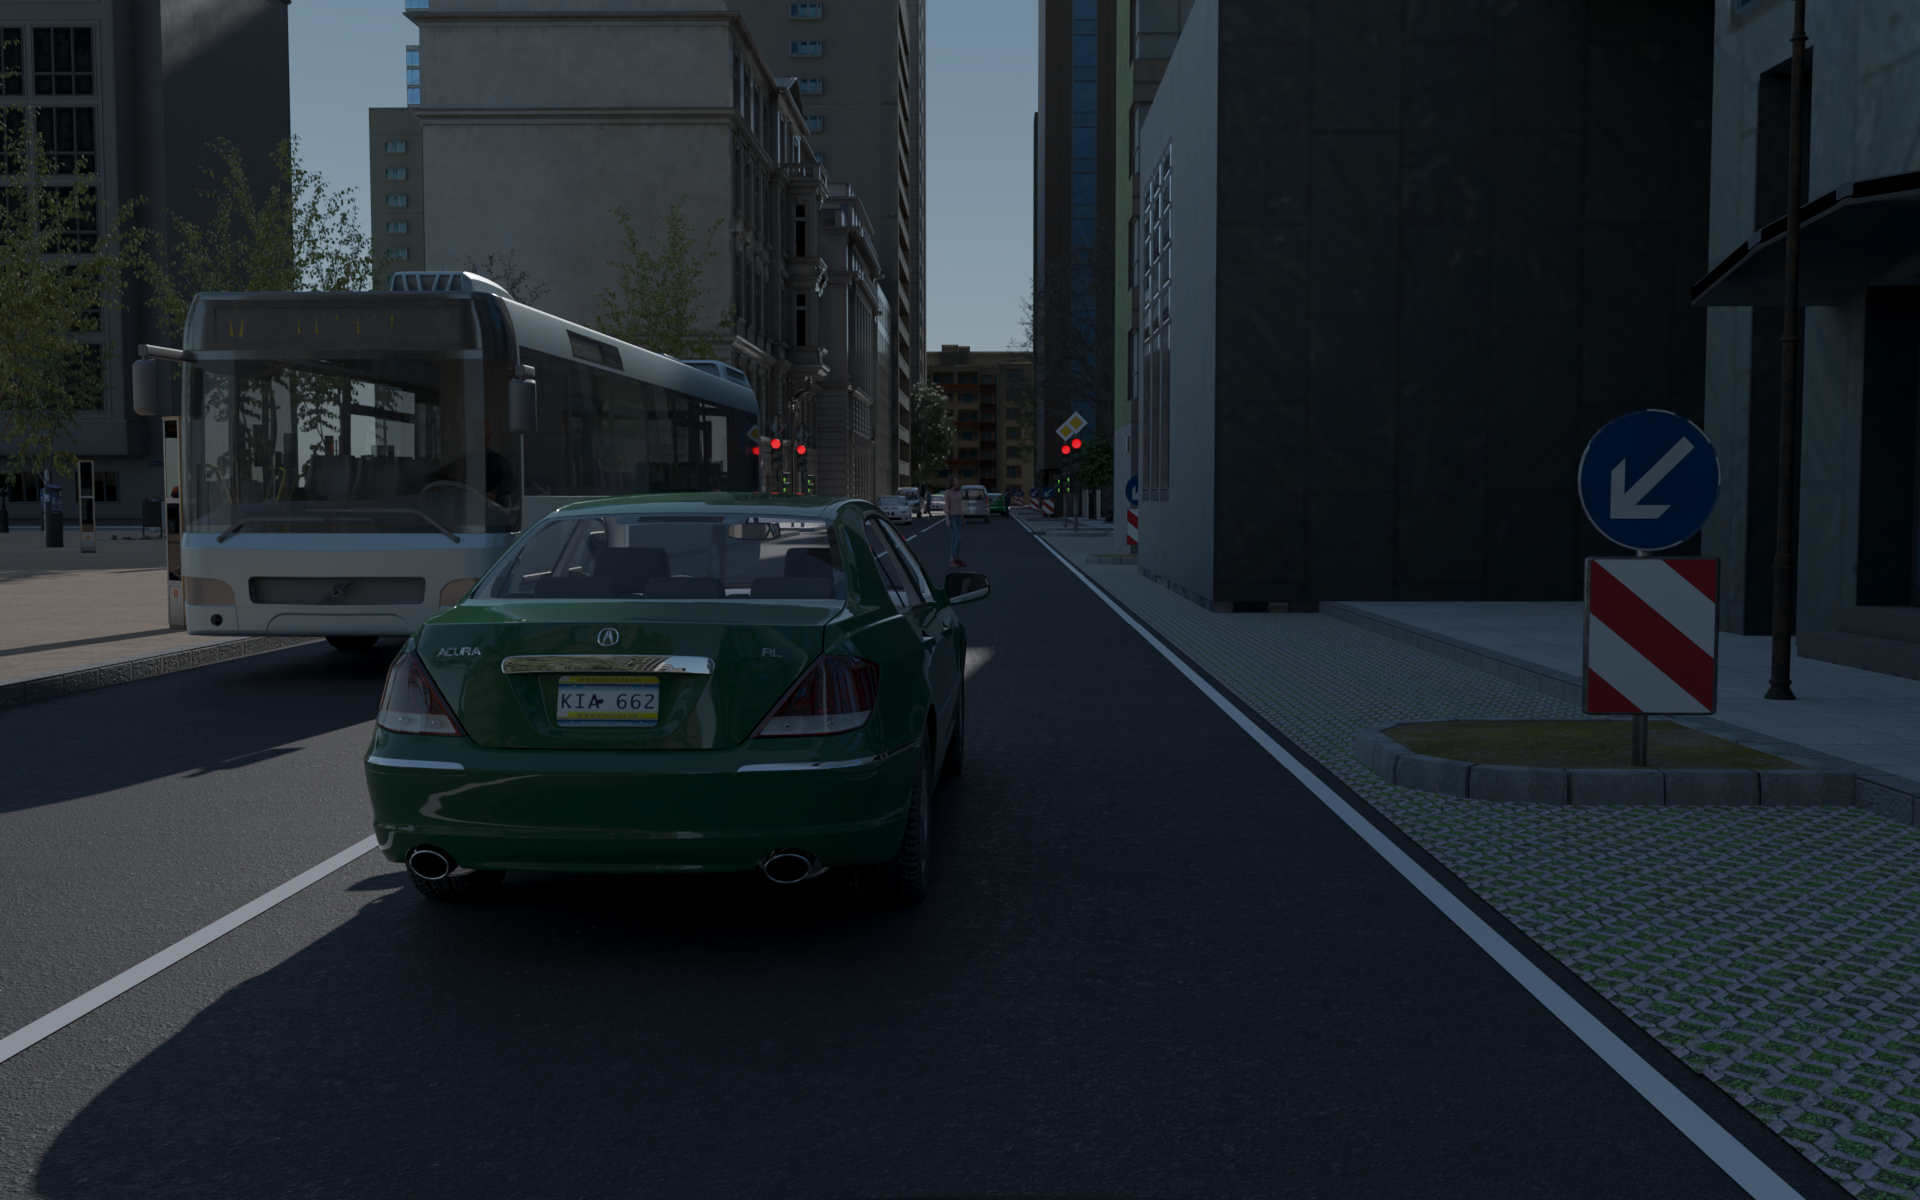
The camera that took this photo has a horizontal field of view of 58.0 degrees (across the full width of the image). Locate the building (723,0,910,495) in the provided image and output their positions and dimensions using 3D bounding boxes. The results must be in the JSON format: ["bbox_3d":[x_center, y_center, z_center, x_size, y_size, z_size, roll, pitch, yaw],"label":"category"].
[{"bbox_3d":[-15.534,-32.345,152.548,21.300,48.544,21.600,0,4,1],"label":"building"}]

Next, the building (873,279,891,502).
[{"bbox_3d":[-10.970,-17.051,133.529,10.420,20.320,16.860,0,4,1],"label":"building"}]

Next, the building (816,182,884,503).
[{"bbox_3d":[-12.269,-16.573,112.768,13.314,21.916,24.055,0,4,1],"label":"building"}]

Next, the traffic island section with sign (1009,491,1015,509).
[{"bbox_3d":[5.796,-9.795,168.769,1.989,1.847,2.006,0,4,1],"label":"traffic island section with sign"}]

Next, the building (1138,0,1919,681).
[{"bbox_3d":[14.103,-42.828,12.910,22.319,86.520,31.000,0,4,1],"label":"building"}]

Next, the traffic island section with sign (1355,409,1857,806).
[{"bbox_3d":[3.120,-0.014,8.857,1.989,1.847,2.006,0,4,1],"label":"traffic island section with sign"}]

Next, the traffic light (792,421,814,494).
[{"bbox_3d":[-6.066,-4.765,66.835,0.839,4.253,0.868,0,4,1],"label":"traffic light"}]

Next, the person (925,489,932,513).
[{"bbox_3d":[-2.374,-7.578,132.499,0.679,1.850,0.850,1,4,23],"label":"person"}]

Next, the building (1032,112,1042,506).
[{"bbox_3d":[14.906,-30.879,188.471,14.154,41.232,14.086,0,4,1],"label":"building"}]

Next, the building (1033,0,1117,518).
[{"bbox_3d":[11.698,-27.654,102.259,14.600,45.320,14.200,0,4,1],"label":"building"}]

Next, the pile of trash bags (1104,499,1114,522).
[{"bbox_3d":[8.290,-4.284,79.804,3.447,1.369,1.912,2,4,24],"label":"pile of trash bags"}]

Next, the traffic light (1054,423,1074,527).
[{"bbox_3d":[4.044,-4.756,66.683,0.839,4.253,0.868,0,4,1],"label":"traffic light"}]

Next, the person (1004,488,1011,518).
[{"bbox_3d":[2.792,-5.723,102.254,0.419,1.800,0.721,0,4,-6],"label":"person"}]

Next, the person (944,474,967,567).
[{"bbox_3d":[-0.113,-1.569,34.169,0.388,1.821,0.555,2,4,27],"label":"person"}]

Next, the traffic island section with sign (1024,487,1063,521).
[{"bbox_3d":[4.513,-5.062,91.391,1.989,1.847,2.006,0,4,1],"label":"traffic island section with sign"}]

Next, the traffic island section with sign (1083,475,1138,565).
[{"bbox_3d":[3.572,-1.662,35.808,1.989,1.847,2.006,0,4,1],"label":"traffic island section with sign"}]

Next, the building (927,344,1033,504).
[{"bbox_3d":[-0.442,-24.137,239.677,28.899,21.520,27.650,0,4,1],"label":"building"}]

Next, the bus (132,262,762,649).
[{"bbox_3d":[-4.460,-1.461,18.748,2.948,3.499,13.247,0,4,2],"label":"bus"}]

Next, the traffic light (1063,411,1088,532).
[{"bbox_3d":[3.910,-4.268,58.699,0.839,4.253,0.868,0,4,1],"label":"traffic light"}]

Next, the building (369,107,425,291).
[{"bbox_3d":[-56.336,-35.714,207.632,21.600,48.544,21.300,0,4,1],"label":"building"}]

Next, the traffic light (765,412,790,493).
[{"bbox_3d":[-6.200,-4.277,58.851,0.839,4.253,0.868,0,4,1],"label":"traffic light"}]

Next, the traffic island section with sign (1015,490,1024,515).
[{"bbox_3d":[4.948,-6.710,118.343,1.989,1.847,2.006,0,4,1],"label":"traffic island section with sign"}]

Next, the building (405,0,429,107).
[{"bbox_3d":[-61.589,-56.470,235.959,31.000,86.520,22.319,0,4,1],"label":"building"}]

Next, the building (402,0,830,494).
[{"bbox_3d":[-13.654,-16.164,83.368,14.460,24.649,34.723,0,4,1],"label":"building"}]

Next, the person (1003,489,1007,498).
[{"bbox_3d":[3.568,-7.650,133.839,0.793,1.790,0.793,3,4,38],"label":"person"}]

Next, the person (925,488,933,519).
[{"bbox_3d":[-1.741,-5.452,97.978,0.444,1.785,0.601,0,4,-1],"label":"person"}]

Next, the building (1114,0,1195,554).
[{"bbox_3d":[11.001,-22.094,44.834,14.154,41.232,14.086,0,4,1],"label":"building"}]

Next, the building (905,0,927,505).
[{"bbox_3d":[-14.610,-47.031,207.215,20.611,71.187,20.563,0,4,1],"label":"building"}]

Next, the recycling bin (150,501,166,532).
[{"bbox_3d":[-27.086,-2.833,58.866,0.722,1.027,0.722,-3,4,-38],"label":"recycling bin"}]

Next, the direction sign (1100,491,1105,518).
[{"bbox_3d":[7.712,-6.251,94.208,0.876,3.537,0.379,-1,4,-20],"label":"direction sign"}]

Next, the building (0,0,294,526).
[{"bbox_3d":[-42.979,-17.132,73.622,24.014,27.812,14.314,0,4,1],"label":"building"}]
